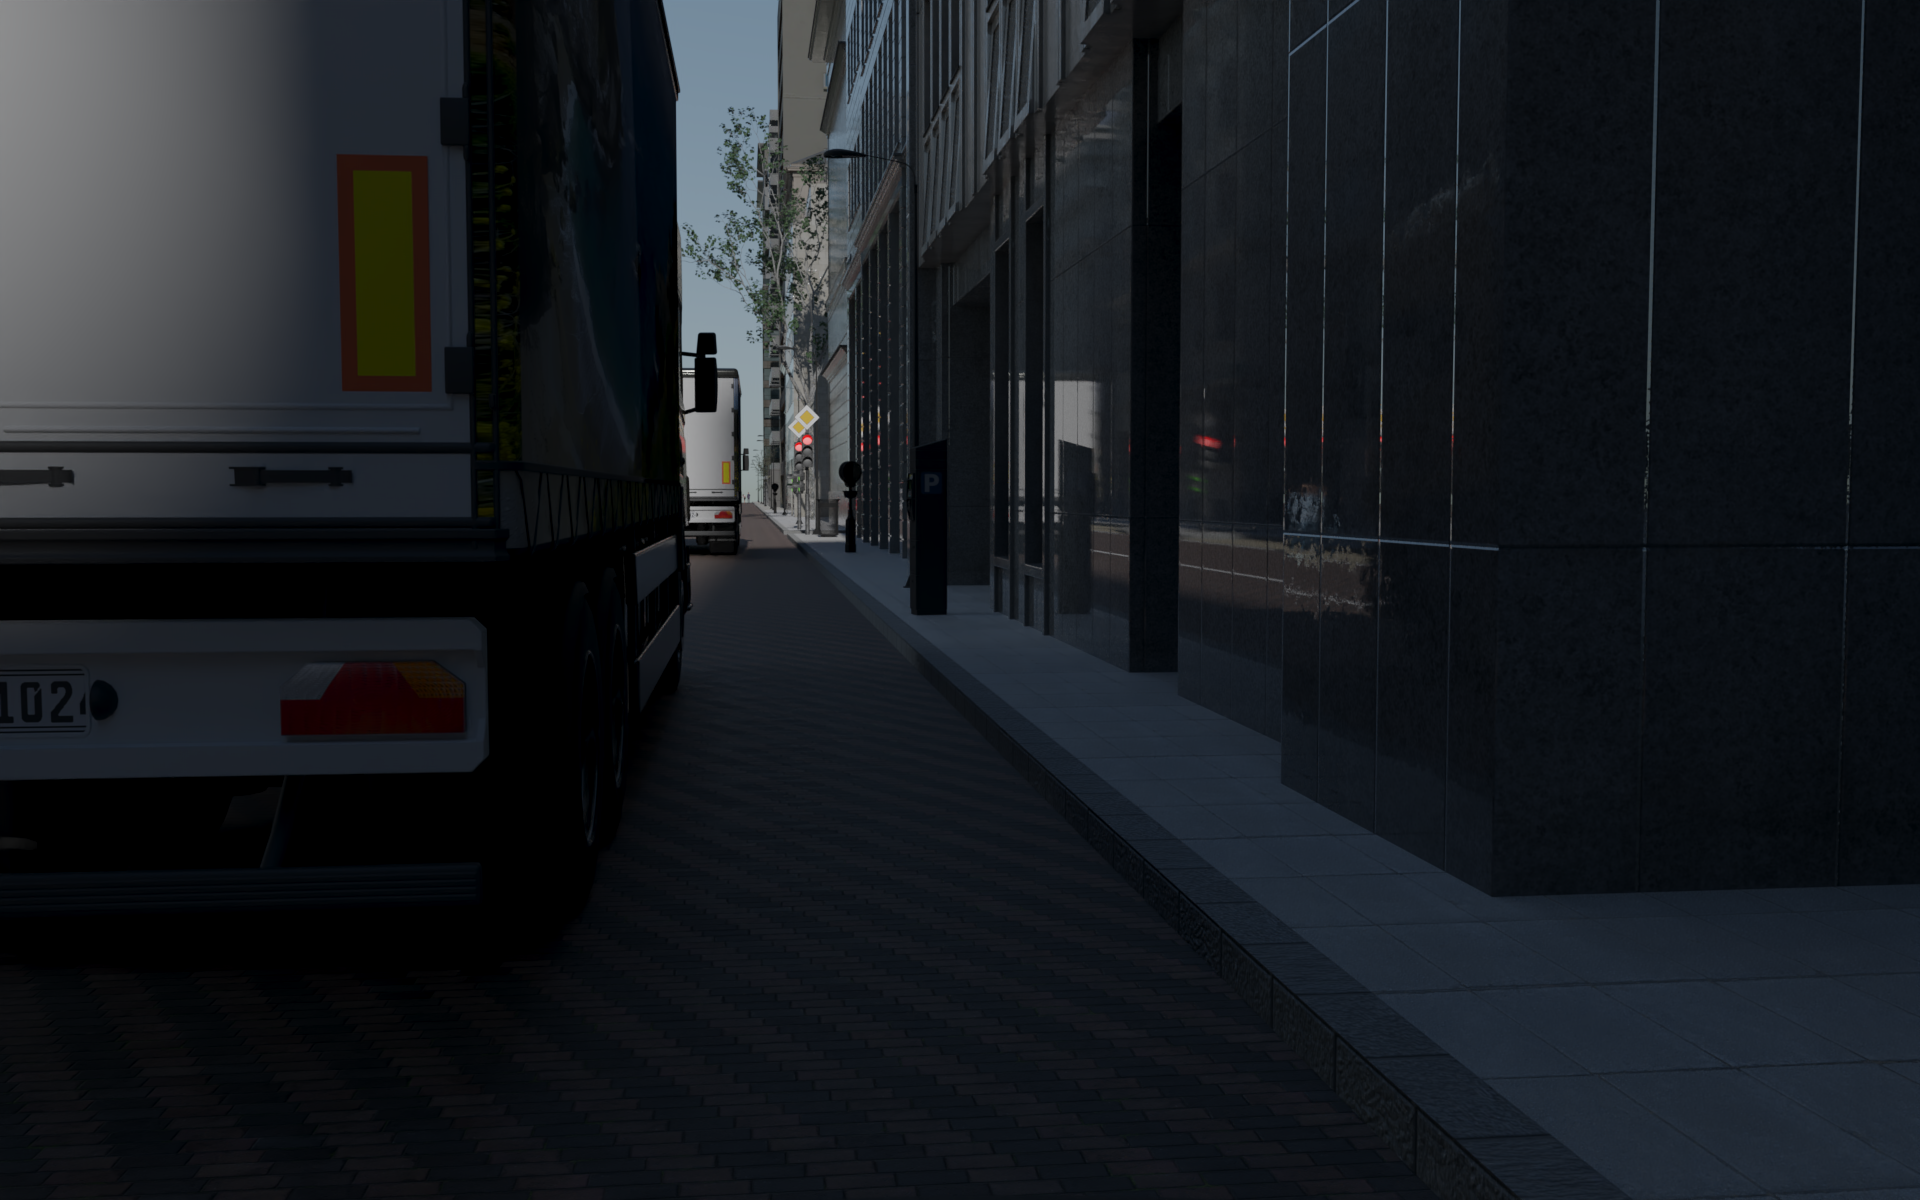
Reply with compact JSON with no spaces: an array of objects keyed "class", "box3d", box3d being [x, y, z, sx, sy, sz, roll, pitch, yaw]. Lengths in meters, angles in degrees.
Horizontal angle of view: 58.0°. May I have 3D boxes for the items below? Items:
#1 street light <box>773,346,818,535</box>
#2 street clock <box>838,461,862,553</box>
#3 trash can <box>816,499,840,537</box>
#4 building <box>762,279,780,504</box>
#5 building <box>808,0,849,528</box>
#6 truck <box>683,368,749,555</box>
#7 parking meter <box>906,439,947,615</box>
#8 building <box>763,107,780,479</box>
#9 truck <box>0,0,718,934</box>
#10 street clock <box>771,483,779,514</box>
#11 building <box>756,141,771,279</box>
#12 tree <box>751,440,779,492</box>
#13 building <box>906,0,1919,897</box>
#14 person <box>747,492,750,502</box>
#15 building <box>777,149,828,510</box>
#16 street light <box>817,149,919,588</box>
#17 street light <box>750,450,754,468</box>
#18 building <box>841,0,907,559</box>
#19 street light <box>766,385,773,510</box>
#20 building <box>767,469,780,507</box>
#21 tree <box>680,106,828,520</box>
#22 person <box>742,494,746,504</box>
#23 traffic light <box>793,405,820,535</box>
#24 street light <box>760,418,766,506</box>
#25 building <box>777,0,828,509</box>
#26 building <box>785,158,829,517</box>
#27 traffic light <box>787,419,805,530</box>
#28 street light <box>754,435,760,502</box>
[{"class":"street light","box3d":[-5.053,-5.014,54.527,1.470,5.913,1.316,0,4,-7]},{"class":"street clock","box3d":[-2.401,-2.042,37.958,0.471,2.002,0.358,-2,4,-32]},{"class":"trash can","box3d":[-3.925,-2.444,51.609,0.748,1.137,0.748,0,3,0]},{"class":"building","box3d":[-19.478,-28.211,232.954,14.160,30.474,14.107,0,4,-7]},{"class":"building","box3d":[9.132,-14.571,71.519,30.059,22.955,16.112,0,4,-7]},{"class":"truck","box3d":[-6.801,-3.369,43.991,2.839,4.237,11.283,0,4,-7]},{"class":"parking meter","box3d":[-0.350,-0.776,18.394,0.399,1.863,0.255,-1,4,-16]},{"class":"building","box3d":[-10.640,-35.401,198.417,23.786,49.044,30.456,0,4,-7]},{"class":"truck","box3d":[-2.823,-1.239,9.163,2.839,4.237,11.283,0,4,-7]},{"class":"street clock","box3d":[-12.111,-6.660,113.461,0.471,2.002,0.358,0,4,3]},{"class":"building","box3d":[-15.204,-40.695,254.594,28.713,52.752,27.495,0,4,-7]},{"class":"tree","box3d":[-24.729,-16.687,223.186,4.360,8.622,3.978,0,3,0]},{"class":"building","box3d":[6.423,-12.068,15.335,12.078,24.808,19.932,0,4,-7]},{"class":"person","box3d":[-32.176,-15.547,263.605,0.541,1.710,0.530,-1,4,-23]},{"class":"building","box3d":[-6.745,-20.076,125.508,12.463,27.353,25.104,0,4,-7]},{"class":"street light","box3d":[-1.141,-3.119,23.530,1.470,5.913,1.316,0,4,-7]},{"class":"street light","box3d":[-20.868,-12.732,180.711,1.470,5.913,1.316,0,4,-7]},{"class":"building","box3d":[3.606,-16.066,40.168,11.434,29.767,29.804,0,4,-7]},{"class":"street light","box3d":[-7.405,-6.194,73.817,1.470,5.913,1.316,0,4,-7]},{"class":"building","box3d":[-8.802,-44.846,171.484,20.563,71.187,20.611,0,4,-7]},{"class":"tree","box3d":[-8.842,-14.104,86.483,12.611,20.169,13.585,0,3,0]},{"class":"person","box3d":[-32.176,-15.056,257.853,0.628,1.438,0.799,-1,4,-9]},{"class":"traffic light","box3d":[-4.836,-4.017,54.601,0.839,4.253,0.868,0,4,-7]},{"class":"street light","box3d":[-11.254,-8.137,105.574,1.470,5.913,1.316,0,4,-7]},{"class":"building","box3d":[-4.943,-32.277,151.427,21.300,48.544,21.600,0,4,-7]},{"class":"building","box3d":[-5.081,-15.272,104.447,10.420,20.320,16.860,0,4,-7]},{"class":"traffic light","box3d":[-5.826,-4.502,62.525,0.839,4.253,0.868,0,4,-7]},{"class":"street light","box3d":[-15.219,-10.018,136.341,1.470,5.913,1.316,0,4,-7]}]
